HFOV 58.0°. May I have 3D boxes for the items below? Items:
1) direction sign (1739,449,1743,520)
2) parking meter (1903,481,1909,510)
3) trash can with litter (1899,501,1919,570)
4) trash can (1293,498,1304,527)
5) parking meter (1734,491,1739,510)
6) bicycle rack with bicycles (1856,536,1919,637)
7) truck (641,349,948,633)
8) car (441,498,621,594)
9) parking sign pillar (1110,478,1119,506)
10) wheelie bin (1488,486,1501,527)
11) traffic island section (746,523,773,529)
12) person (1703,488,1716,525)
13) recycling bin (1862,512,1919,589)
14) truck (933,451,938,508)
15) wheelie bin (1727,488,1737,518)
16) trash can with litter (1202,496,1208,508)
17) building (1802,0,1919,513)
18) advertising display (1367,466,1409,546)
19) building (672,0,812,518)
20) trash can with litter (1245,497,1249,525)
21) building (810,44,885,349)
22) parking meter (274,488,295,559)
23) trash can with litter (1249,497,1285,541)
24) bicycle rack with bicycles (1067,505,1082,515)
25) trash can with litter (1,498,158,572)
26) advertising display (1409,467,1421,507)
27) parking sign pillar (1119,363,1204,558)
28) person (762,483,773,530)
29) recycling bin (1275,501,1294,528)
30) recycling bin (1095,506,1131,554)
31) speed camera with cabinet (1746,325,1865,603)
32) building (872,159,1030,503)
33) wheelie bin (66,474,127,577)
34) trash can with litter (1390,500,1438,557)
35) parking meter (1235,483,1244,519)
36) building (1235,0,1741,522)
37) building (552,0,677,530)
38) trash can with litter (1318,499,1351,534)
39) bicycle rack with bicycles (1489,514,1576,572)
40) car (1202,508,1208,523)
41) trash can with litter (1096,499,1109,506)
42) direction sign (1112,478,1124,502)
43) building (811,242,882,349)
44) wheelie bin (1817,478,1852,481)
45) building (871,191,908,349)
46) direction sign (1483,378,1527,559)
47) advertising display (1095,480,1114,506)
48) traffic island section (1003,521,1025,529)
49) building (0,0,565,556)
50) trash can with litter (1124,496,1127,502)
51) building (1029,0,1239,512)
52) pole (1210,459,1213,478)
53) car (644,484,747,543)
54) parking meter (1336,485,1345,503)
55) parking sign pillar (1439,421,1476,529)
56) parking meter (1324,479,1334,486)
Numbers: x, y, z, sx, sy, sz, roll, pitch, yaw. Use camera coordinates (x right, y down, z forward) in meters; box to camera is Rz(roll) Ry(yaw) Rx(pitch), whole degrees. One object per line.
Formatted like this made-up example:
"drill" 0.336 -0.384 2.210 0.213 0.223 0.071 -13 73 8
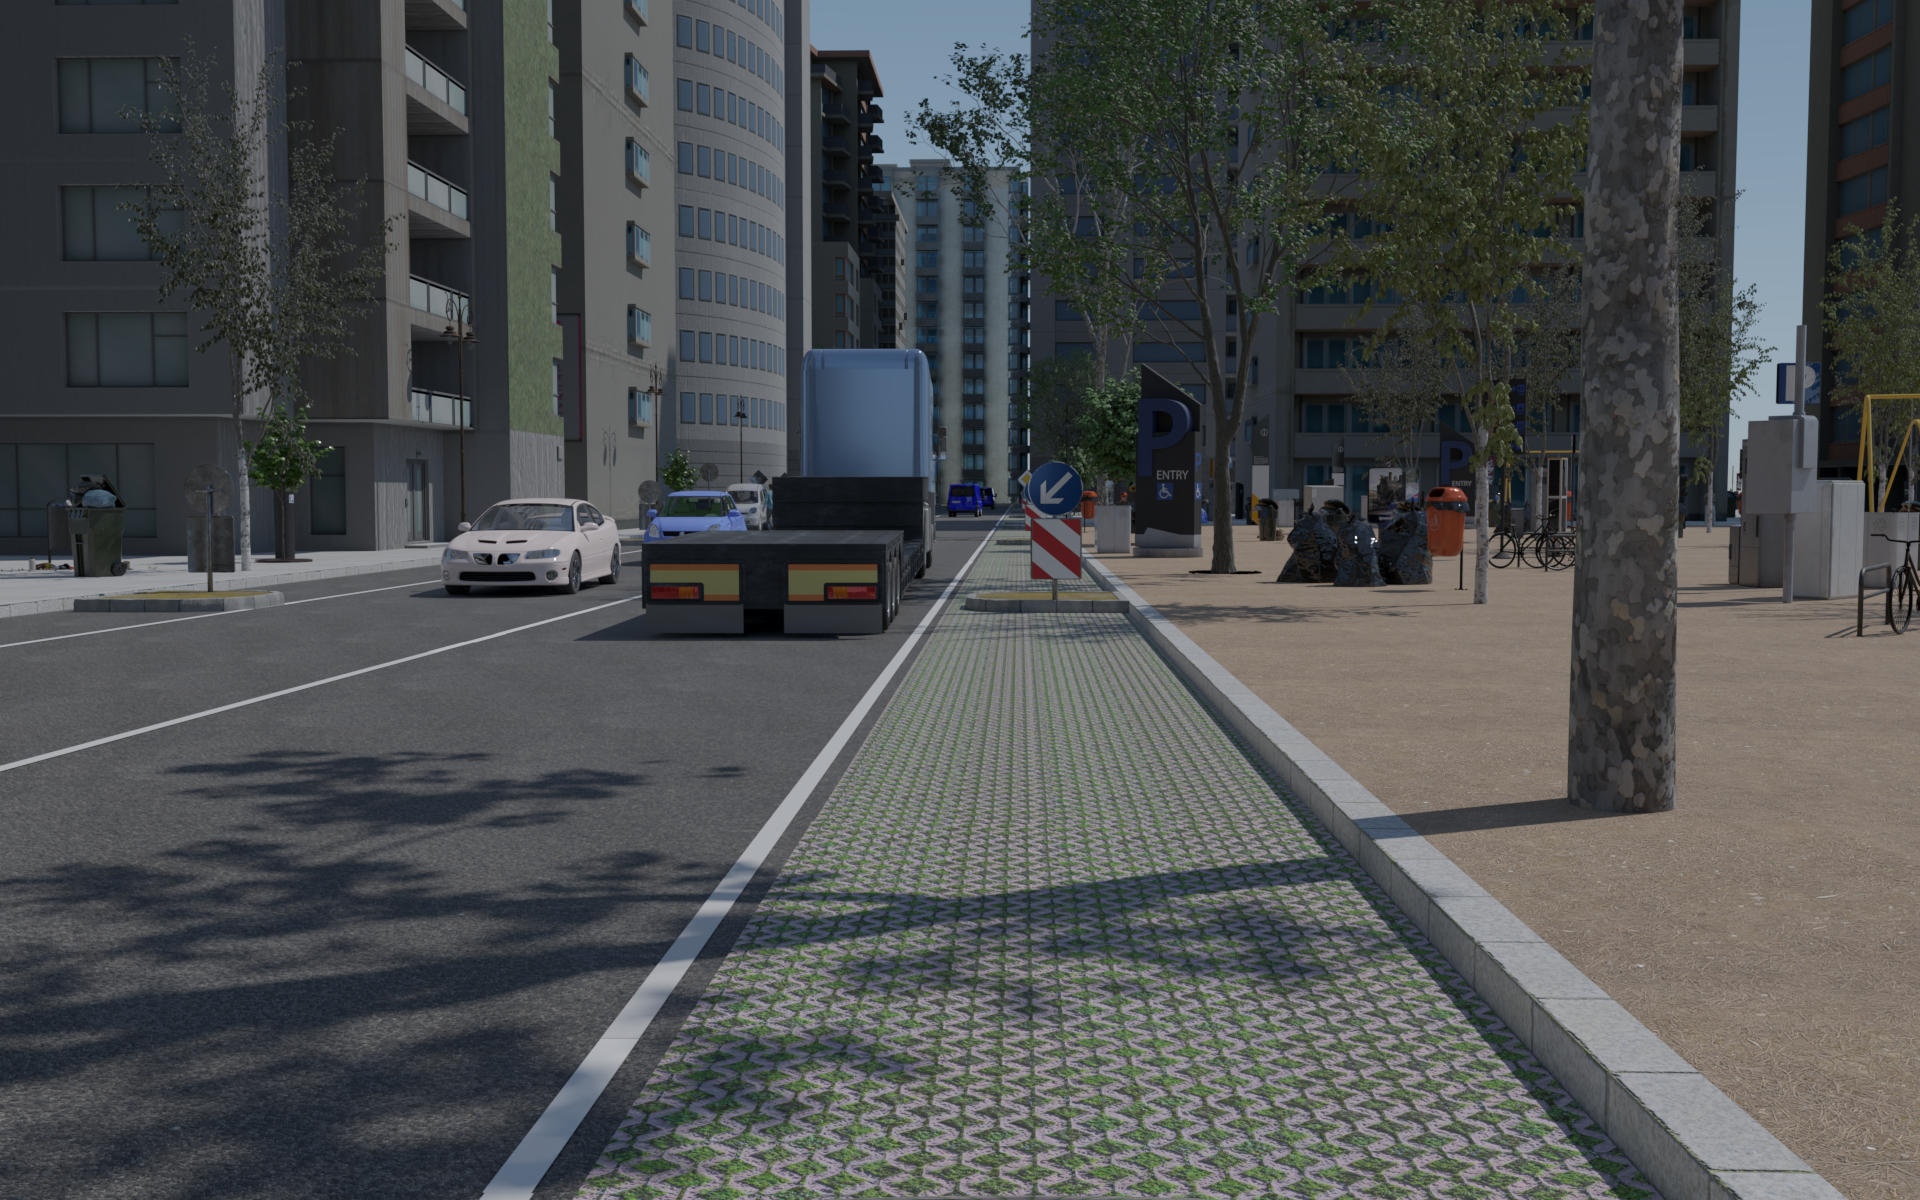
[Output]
"direction sign" 39.544 -5.827 87.271 0.876 3.537 0.379 -2 4 -30
"parking meter" 43.857 -4.558 80.232 0.255 1.863 0.399 2 4 28
"trash can with litter" 16.387 -1.094 29.270 1.055 1.170 0.624 -1 4 -9
"trash can" 11.118 -2.719 56.108 0.748 1.137 0.748 0 3 0
"parking meter" 62.923 -8.076 140.446 0.372 1.533 0.369 0 3 0
"bicycle rack with bicycles" 9.525 -0.149 15.818 2.852 0.926 2.925 3 4 36
"truck" -1.831 -2.239 26.370 2.967 4.110 18.799 0 4 1
"car" -6.399 -0.849 26.250 2.083 1.381 4.827 0 4 0
"parking sign pillar" 9.856 -7.655 113.635 1.447 3.967 1.447 -1 4 -16
"wheelie bin" 20.464 -3.603 66.819 0.693 1.594 0.980 -3 5 -40
"traffic island section" -8.349 -3.020 71.663 2.009 0.180 2.903 0 4 2
"person" 32.347 -4.015 74.698 0.519 1.759 0.362 1 4 10
"recycling bin" 12.615 -0.685 23.751 0.722 1.027 0.722 -3 4 -37
"truck" -3.018 -7.508 111.666 2.839 4.237 11.283 0 4 3
"wheelie bin" 41.949 -5.286 94.340 0.693 1.594 0.980 2 4 23
"trash can with litter" 14.342 -5.668 104.059 1.055 1.170 0.624 -2 4 -25
"building" 58.859 -26.565 88.958 28.867 44.769 22.147 0 4 2
"advertising display" 9.989 -2.163 40.580 0.123 1.923 0.974 -3 5 -43
"building" -20.209 -33.704 93.055 21.231 58.520 28.212 0 4 2
"trash can with litter" 12.213 -3.664 71.289 0.624 1.170 1.055 -2 4 -31
"building" -18.981 -31.480 169.319 22.147 44.769 28.867 0 4 2
"parking meter" -13.469 -1.597 34.519 0.372 1.533 0.369 0 3 0
"trash can with litter" 8.474 -2.204 47.423 0.624 1.170 1.055 2 4 32
"bicycle rack with bicycles" 7.098 -5.754 107.455 2.852 0.926 2.925 -2 4 -27
"trash can with litter" -14.823 -1.116 29.305 2.233 1.210 1.678 0 4 -1
"advertising display" 10.480 -2.208 41.314 0.974 1.923 0.123 0 4 -2
"parking sign pillar" 4.260 -2.867 35.351 1.447 3.967 1.447 2 4 29
"person" -6.915 -3.375 63.707 0.660 1.820 0.620 -3 5 -44
"recycling bin" 12.521 -3.314 66.746 0.722 1.027 0.722 0 4 -5
"recycling bin" 3.319 -1.538 37.692 0.722 1.027 0.722 0 4 -1
"speed camera with cabinet" 10.252 -1.629 20.965 2.038 3.252 0.660 -3 5 -41
"building" -4.278 -38.570 250.220 30.456 49.044 23.786 0 4 2
"wheelie bin" -13.403 -1.161 26.887 0.980 1.594 0.693 2 4 31
"trash can with litter" 9.413 -1.477 35.537 1.055 1.170 0.624 -1 4 -21
"parking meter" 14.238 -5.045 88.197 0.399 1.863 0.255 -3 4 -37
"building" 25.657 -28.539 90.321 21.600 48.544 21.300 0 4 2
"building" -22.667 -26.723 60.622 21.600 48.544 21.300 0 4 2
"trash can with litter" 8.202 -1.595 37.458 0.624 1.170 1.055 3 4 38
"bicycle rack with bicycles" 10.453 -0.987 29.515 2.925 0.926 2.852 0 4 5
"car" 8.965 -4.041 75.656 3.694 1.707 1.945 0 4 3
"trash can with litter" 5.605 -3.514 68.845 0.624 1.170 1.055 0 4 3
"direction sign" 10.072 -7.264 110.764 0.876 3.537 0.379 3 4 36
"building" -20.979 -17.662 133.808 27.650 21.520 28.899 0 4 2
"wheelie bin" 17.105 -1.588 33.876 0.693 1.594 0.980 -3 4 -38
"building" -18.719 -31.912 213.638 23.993 40.220 32.217 0 4 2
"direction sign" 10.748 -2.585 34.262 0.876 3.537 0.379 3 5 41
"advertising display" 6.634 -4.535 79.369 0.974 1.923 0.123 -2 4 -29
"traffic island section" 3.061 -3.485 79.256 2.009 0.180 2.903 0 4 2
"building" -18.320 -21.844 40.737 14.154 41.232 14.086 0 4 2
"trash can with litter" 10.329 -5.638 103.570 1.055 1.170 0.624 -3 4 -37
"building" 16.083 -36.430 137.624 21.231 58.520 28.212 0 4 2
"pole" 15.574 -6.927 107.097 0.158 3.312 0.155 0 3 0
"car" -5.477 -1.619 36.055 1.945 1.707 3.694 0 4 1
"parking meter" 10.325 -2.385 47.404 0.372 1.533 0.369 0 3 0
"parking sign pillar" 18.258 -4.593 63.572 1.447 3.967 1.447 1 4 18
"parking meter" 13.769 -3.612 64.761 0.399 1.863 0.255 0 4 7
